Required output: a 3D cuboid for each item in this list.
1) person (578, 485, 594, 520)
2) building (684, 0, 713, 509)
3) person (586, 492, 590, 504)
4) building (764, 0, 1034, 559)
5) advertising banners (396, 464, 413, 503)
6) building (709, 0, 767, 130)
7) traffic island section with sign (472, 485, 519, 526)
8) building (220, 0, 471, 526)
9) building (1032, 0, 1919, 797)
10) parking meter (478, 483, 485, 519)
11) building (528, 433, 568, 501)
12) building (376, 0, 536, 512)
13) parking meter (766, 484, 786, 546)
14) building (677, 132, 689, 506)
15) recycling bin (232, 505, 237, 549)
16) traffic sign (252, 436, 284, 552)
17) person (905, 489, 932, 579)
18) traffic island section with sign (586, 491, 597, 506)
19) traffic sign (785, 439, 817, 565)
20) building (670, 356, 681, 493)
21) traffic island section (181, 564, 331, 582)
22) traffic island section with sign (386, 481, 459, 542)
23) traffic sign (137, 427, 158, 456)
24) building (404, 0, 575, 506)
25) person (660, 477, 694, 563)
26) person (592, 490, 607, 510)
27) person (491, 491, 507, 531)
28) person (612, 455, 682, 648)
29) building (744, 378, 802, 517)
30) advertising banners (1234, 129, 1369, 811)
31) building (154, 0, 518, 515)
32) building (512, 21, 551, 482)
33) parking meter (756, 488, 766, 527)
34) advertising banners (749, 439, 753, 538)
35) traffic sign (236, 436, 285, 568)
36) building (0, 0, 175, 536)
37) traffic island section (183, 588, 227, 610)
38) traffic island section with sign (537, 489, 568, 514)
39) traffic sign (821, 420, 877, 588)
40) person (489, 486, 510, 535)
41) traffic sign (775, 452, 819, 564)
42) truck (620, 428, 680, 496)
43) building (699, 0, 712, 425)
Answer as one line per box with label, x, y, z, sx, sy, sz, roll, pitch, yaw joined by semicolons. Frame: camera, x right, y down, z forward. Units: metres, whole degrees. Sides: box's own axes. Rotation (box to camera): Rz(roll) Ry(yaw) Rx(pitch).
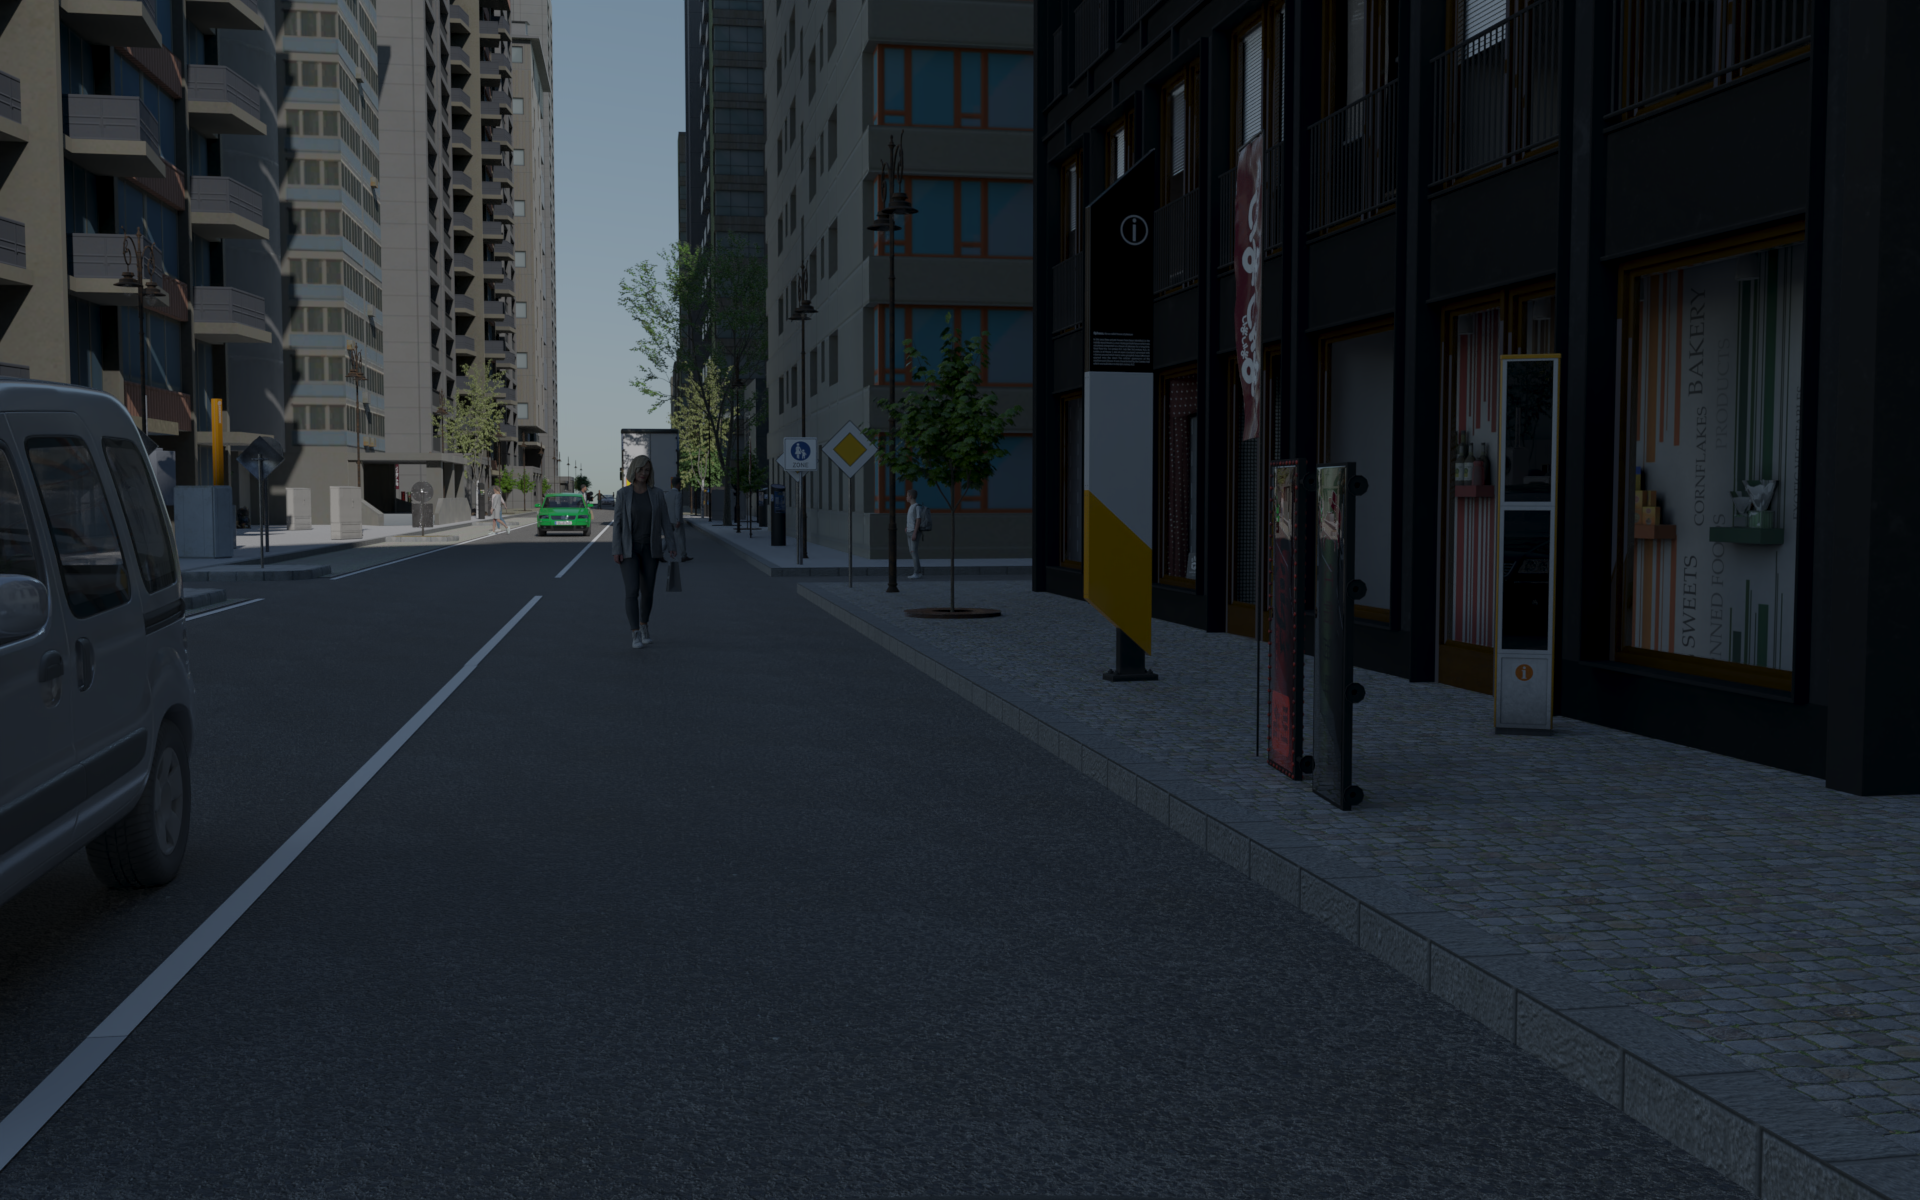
person;-15.614;-3.876;71.859;0.713;1.824;0.794;3;4;37
building;-15.718;-38.198;166.538;21.231;58.520;28.212;-1;4;-10
person;-37.941;-10.182;176.446;0.593;1.643;0.415;-3;5;-43
building;9.936;-12.504;49.483;28.899;21.520;27.650;-1;4;-10
advertising banners;-31.832;-6.290;99.033;0.090;3.025;2.074;1;4;9
building;-9.601;-26.409;115.376;14.154;41.232;14.086;-1;4;-10
traffic island section with sign;-21.157;-4.301;78.950;1.989;1.847;2.006;-1;4;-10
building;-38.591;-23.378;74.107;32.217;40.220;23.993;-1;4;-10
building;8.433;-11.365;15.501;12.332;23.373;15.834;-1;4;-10
parking meter;-24.347;-5.039;88.105;0.255;1.863;0.399;-2;4;-33
building;-67.125;-32.436;222.208;32.217;40.220;23.993;-1;4;-10
building;-49.621;-44.093;159.179;20.563;71.187;20.611;-1;4;-10
parking meter;-4.492;-2.105;42.834;0.372;1.533;0.369;0;3;0
building;-25.279;-31.555;199.522;14.154;41.232;14.086;-1;4;-10
recycling bin;-17.289;-1.690;40.182;0.722;1.027;0.722;0;4;1
traffic sign;-15.332;-2.334;38.262;0.768;2.556;0.104;0;4;-6
person;-0.760;-1.119;29.390;0.503;1.515;0.523;3;5;43
traffic island section with sign;-50.201;-13.907;235.999;1.989;1.847;2.006;-1;4;-10
traffic sign;-2.881;-1.788;31.369;0.606;2.300;0.079;0;4;-3
building;-22.505;-23.083;222.449;27.650;21.520;28.899;-1;4;-10
traffic island section;-12.072;-0.467;29.921;2.009;0.180;2.903;-1;4;-10
traffic island section with sign;-16.254;-2.680;52.443;1.989;1.847;2.006;-1;4;-10
traffic sign;-10.598;-1.123;22.011;0.795;2.450;0.064;-1;4;-10
building;-65.465;-49.300;244.311;20.563;71.187;20.611;-1;4;-10
person;-6.000;-1.685;36.327;0.678;1.792;0.850;3;5;43
person;-33.237;-9.245;159.674;1.348;1.821;0.705;-1;4;-23
person;-17.570;-3.497;66.341;0.598;1.740;0.731;1;4;16
person;-2.945;-0.471;16.390;0.709;1.800;0.728;-1;4;-17
building;0.540;-47.605;91.005;22.319;86.520;31.000;-1;4;-10
advertising banners;1.496;-0.714;7.856;0.090;3.025;2.074;0;4;-4
building;-46.715;-29.406;135.411;22.147;44.769;28.867;-1;4;-10
building;-61.336;-37.139;196.464;28.713;52.752;27.495;-1;4;-10
parking meter;-7.671;-3.620;67.596;0.372;1.533;0.369;0;3;0
advertising banners;-6.136;-3.335;50.712;0.090;3.025;2.074;0;4;-6
traffic sign;-12.050;-1.604;29.863;0.795;2.450;0.064;-1;4;-10
building;-29.758;-23.610;40.650;22.147;44.769;28.867;-1;4;-10
traffic island section;-10.619;0.013;22.068;2.009;0.180;2.903;-1;4;-10
traffic island section with sign;-30.267;-7.313;128.195;1.989;1.847;2.006;-1;4;-10
traffic sign;-1.503;-1.225;23.666;0.795;2.450;0.064;-1;4;-10
person;-16.330;-3.181;61.264;0.760;1.731;0.466;-3;4;-36
traffic sign;-2.956;-1.705;31.518;0.795;2.450;0.064;-1;4;-10
truck;-14.244;-5.544;79.563;2.839;4.237;11.283;-1;4;-10
building;-9.162;-31.722;138.261;23.786;49.044;30.456;-1;4;-10
